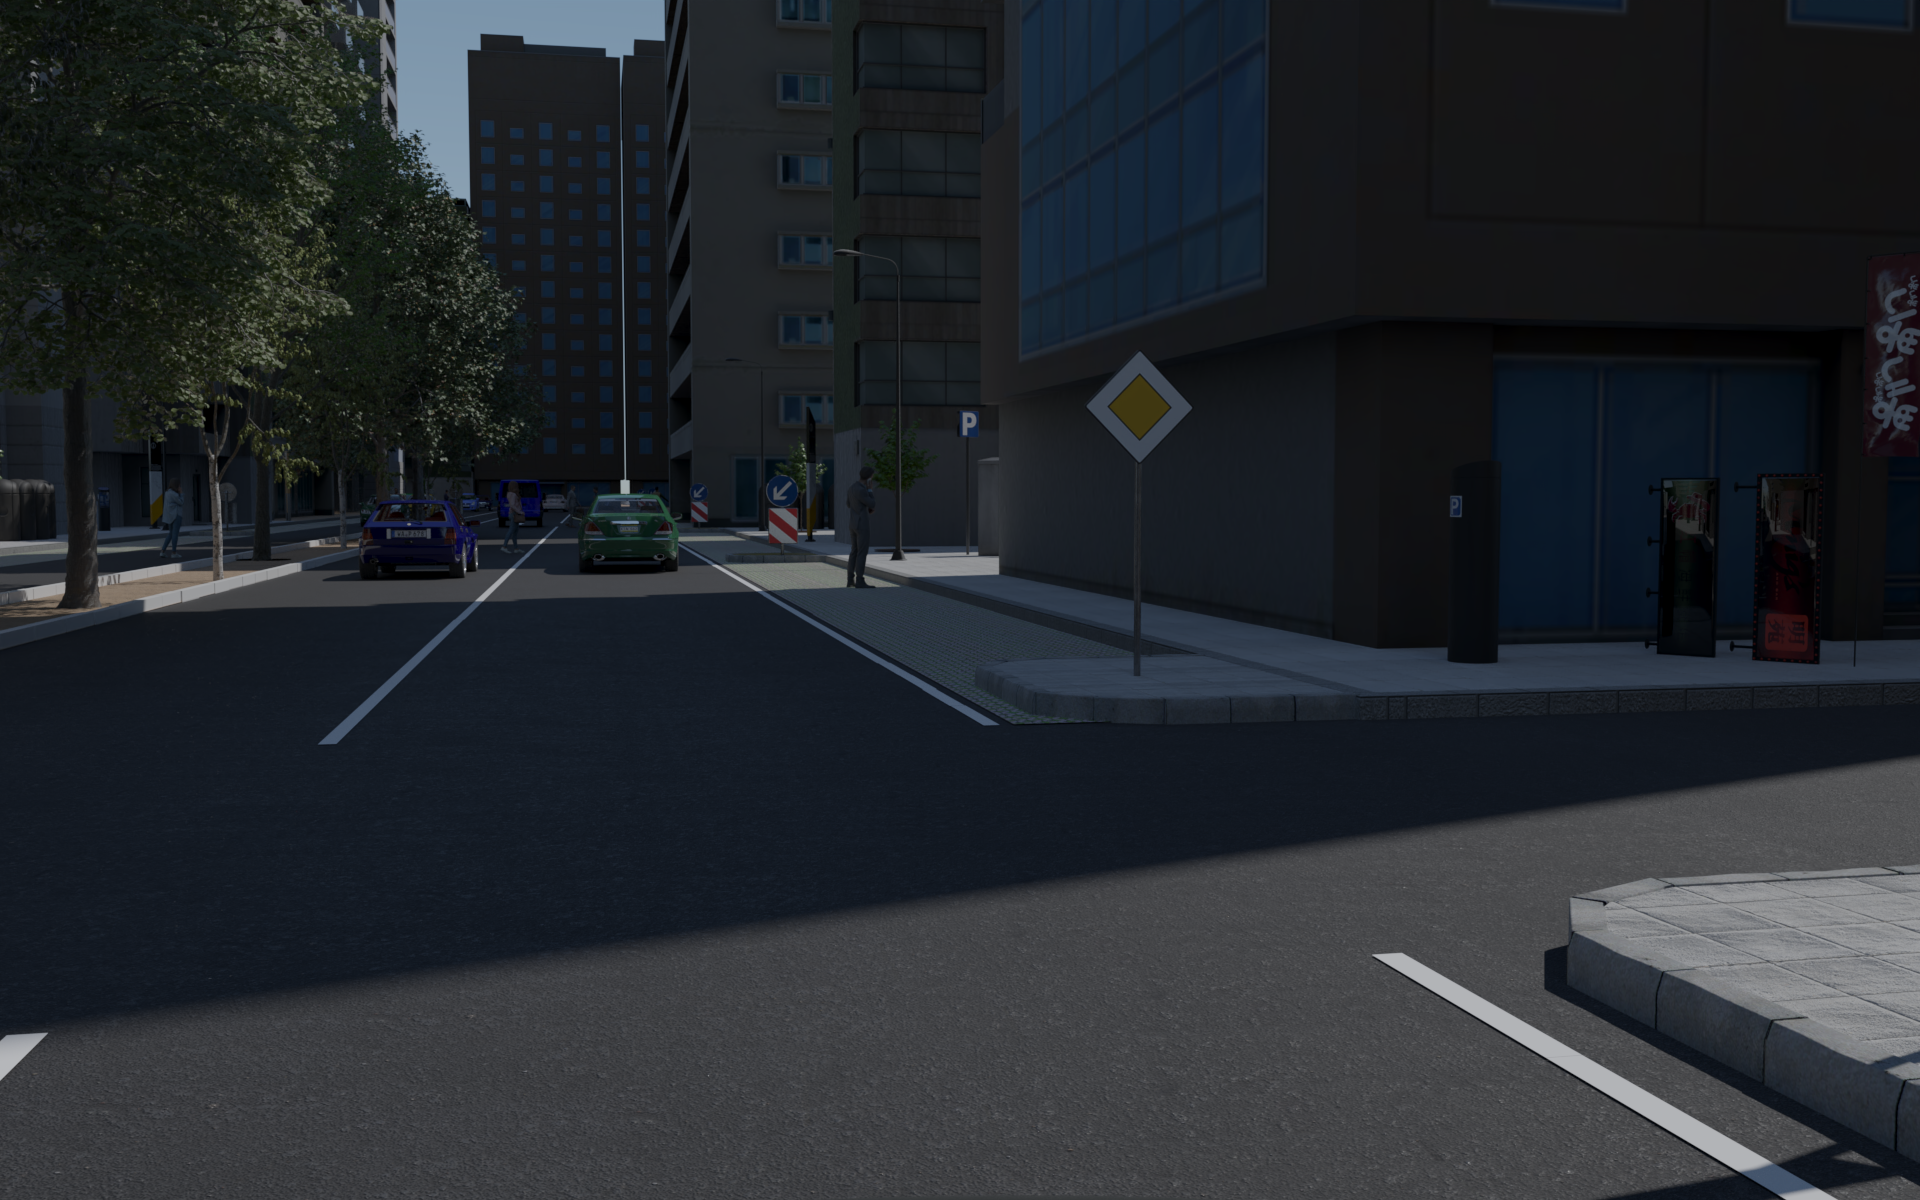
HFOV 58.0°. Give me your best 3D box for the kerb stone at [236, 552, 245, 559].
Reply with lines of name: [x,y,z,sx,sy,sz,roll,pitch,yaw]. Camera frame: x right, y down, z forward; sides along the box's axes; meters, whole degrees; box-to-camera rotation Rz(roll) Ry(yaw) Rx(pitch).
kerb stone: [-15.504,-0.898,37.010,0.120,0.150,1.000,-1,4,-12]

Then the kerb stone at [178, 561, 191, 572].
kerb stone: [-14.433,-0.600,32.003,0.120,0.150,1.000,-1,4,-12]

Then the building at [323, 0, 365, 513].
building: [-52.207,-30.321,115.352,23.786,49.044,30.456,-1,4,-12]

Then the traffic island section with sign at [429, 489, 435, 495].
traffic island section with sign: [-41.374,-7.757,135.450,1.989,1.847,2.006,-1,4,-12]

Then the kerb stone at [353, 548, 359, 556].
kerb stone: [-13.878,-1.055,39.440,0.120,0.150,1.000,-1,4,-12]

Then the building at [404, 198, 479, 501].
building: [-54.768,-24.359,169.966,14.107,30.474,14.160,-1,4,-12]

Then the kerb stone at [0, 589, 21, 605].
kerb stone: [-12.511,-0.047,22.963,0.120,0.150,1.000,-1,4,-12]

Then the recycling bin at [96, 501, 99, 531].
recycling bin: [-30.537,-2.971,61.131,0.722,1.027,0.722,-1,4,-17]

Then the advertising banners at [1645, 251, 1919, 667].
advertising banners: [6.271,-1.036,13.129,2.074,3.025,0.090,3,5,44]

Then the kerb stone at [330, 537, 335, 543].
kerb stone: [-18.277,-1.704,50.054,0.120,0.150,1.000,-1,4,-12]

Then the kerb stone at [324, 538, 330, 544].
kerb stone: [-18.063,-1.643,49.054,0.120,0.150,1.000,-1,4,-12]

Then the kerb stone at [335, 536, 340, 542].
kerb stone: [-18.478,-1.760,51.057,0.120,0.150,1.000,-1,4,-12]

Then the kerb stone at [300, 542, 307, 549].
kerb stone: [-17.208,-1.398,45.048,0.120,0.150,1.000,-1,4,-12]

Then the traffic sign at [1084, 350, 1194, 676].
traffic sign: [1.246,-0.520,12.152,0.795,2.450,0.064,-1,4,-12]

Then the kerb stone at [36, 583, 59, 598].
kerb stone: [-12.724,-0.104,23.964,0.120,0.150,1.000,-1,4,-12]

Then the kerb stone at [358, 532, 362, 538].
kerb stone: [-19.550,-2.072,56.072,0.120,0.150,1.000,-1,4,-12]

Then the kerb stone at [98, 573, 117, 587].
kerb stone: [-13.376,-0.291,26.983,0.120,0.150,1.000,-1,4,-12]

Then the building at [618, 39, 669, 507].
building: [-26.770,-32.130,175.437,14.200,45.320,14.600,-1,4,-12]

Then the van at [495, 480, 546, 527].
van: [-19.438,-4.418,76.619,2.240,2.365,5.245,-1,4,-14]

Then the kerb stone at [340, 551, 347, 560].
kerb stone: [-13.451,-0.932,37.441,0.120,0.150,1.000,-1,4,-12]

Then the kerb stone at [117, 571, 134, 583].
kerb stone: [-13.578,-0.353,27.990,0.120,0.150,1.000,-1,4,-12]

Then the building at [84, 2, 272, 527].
building: [-36.722,-18.223,69.653,14.160,30.474,14.107,-1,4,-12]

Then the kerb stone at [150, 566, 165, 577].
kerb stone: [-14.008,-0.477,29.996,0.120,0.150,1.000,-1,4,-12]

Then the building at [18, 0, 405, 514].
building: [-60.807,-36.637,141.014,28.212,58.520,21.231,-1,4,-12]

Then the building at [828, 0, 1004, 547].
building: [3.044,-16.977,49.284,14.160,30.474,14.107,-1,4,-12]

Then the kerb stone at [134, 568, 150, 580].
kerb stone: [-13.795,-0.415,28.996,0.120,0.150,1.000,-1,4,-12]

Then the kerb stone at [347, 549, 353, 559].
kerb stone: [-13.661,-0.987,38.441,0.120,0.150,1.000,-1,4,-12]

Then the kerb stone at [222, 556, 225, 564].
kerb stone: [-15.070,-0.780,35.012,0.120,0.150,1.000,-1,4,-12]

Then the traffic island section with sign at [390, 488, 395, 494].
traffic island section with sign: [-35.686,-6.122,108.716,1.989,1.847,2.006,-1,4,-12]

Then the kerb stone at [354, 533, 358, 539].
kerb stone: [-19.344,-2.010,55.066,0.120,0.150,1.000,-1,4,-12]

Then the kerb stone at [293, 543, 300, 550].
kerb stone: [-16.992,-1.336,44.034,0.120,0.150,1.000,-1,4,-12]

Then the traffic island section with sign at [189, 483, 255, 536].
traffic island section with sign: [-25.233,-3.113,59.527,1.989,1.847,2.006,-1,4,-12]

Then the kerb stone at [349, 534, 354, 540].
kerb stone: [-19.128,-1.949,54.061,0.120,0.150,1.000,-1,4,-12]

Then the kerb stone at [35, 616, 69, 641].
kerb stone: [-9.176,0.296,17.362,0.120,0.150,1.000,-1,4,-12]

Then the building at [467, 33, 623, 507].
building: [-41.133,-32.008,173.434,14.200,45.320,14.600,-1,4,-12]

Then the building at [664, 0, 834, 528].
building: [-1.848,-27.701,76.620,21.300,48.544,21.600,-1,4,-12]

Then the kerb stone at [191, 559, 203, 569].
kerb stone: [-14.647,-0.661,33.005,0.120,0.150,1.000,-1,4,-12]

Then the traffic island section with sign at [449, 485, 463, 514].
traffic island section with sign: [-24.274,-4.597,83.290,2.006,1.907,1.989,-1,4,-12]

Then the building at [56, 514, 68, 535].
building: [-36.115,-30.408,39.172,21.231,58.520,28.212,-1,4,-12]

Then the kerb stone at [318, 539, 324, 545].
kerb stone: [-17.847,-1.582,48.055,0.120,0.150,1.000,-1,4,-12]

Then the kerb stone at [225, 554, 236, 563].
kerb stone: [-15.283,-0.839,36.012,0.120,0.150,1.000,-1,4,-12]

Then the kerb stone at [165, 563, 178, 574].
kerb stone: [-14.221,-0.534,30.999,0.120,0.150,1.000,-1,4,-12]

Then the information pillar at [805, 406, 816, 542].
information pillar: [-4.003,-3.375,46.540,0.183,3.616,0.504,1,4,17]

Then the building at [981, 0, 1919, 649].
building: [8.648,-22.669,20.745,14.200,45.320,14.600,-1,4,-12]

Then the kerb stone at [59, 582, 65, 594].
kerb stone: [-12.944,-0.164,24.971,0.120,0.150,1.000,-1,4,-12]

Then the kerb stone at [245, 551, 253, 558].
kerb stone: [-15.709,-0.967,38.015,0.120,0.150,1.000,-1,4,-12]

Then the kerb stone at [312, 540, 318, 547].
kerb stone: [-17.637,-1.520,47.047,0.120,0.150,1.000,-1,4,-12]

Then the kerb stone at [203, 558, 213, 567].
kerb stone: [-14.860,-0.722,34.011,0.120,0.150,1.000,-1,4,-12]

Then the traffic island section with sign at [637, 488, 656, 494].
traffic island section with sign: [-25.566,-7.936,138.380,1.989,1.847,2.006,-1,4,-12]

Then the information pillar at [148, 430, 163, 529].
information pillar: [-29.598,-4.425,63.711,0.183,3.616,0.504,2,4,26]

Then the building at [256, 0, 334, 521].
building: [-45.840,-28.529,90.158,21.300,48.544,21.600,-1,4,-12]

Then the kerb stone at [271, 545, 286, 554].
kerb stone: [-16.562,-1.213,42.023,0.120,0.150,1.000,-1,4,-12]

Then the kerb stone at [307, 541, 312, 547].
kerb stone: [-17.428,-1.459,46.046,0.120,0.150,1.000,-1,4,-12]

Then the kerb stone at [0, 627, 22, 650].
kerb stone: [-8.966,0.357,16.361,0.120,0.150,1.000,-1,4,-12]

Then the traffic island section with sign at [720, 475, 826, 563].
traffic island section with sign: [-3.953,-1.720,36.756,1.989,1.847,2.006,-1,4,-12]

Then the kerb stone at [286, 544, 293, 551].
kerb stone: [-16.780,-1.274,43.025,0.120,0.150,1.000,-1,4,-12]

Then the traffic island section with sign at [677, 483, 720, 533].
traffic island section with sign: [-9.866,-3.417,64.499,1.989,1.847,2.006,-1,4,-12]

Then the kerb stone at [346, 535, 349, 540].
kerb stone: [-18.919,-1.888,53.057,0.120,0.150,1.000,-1,4,-12]
